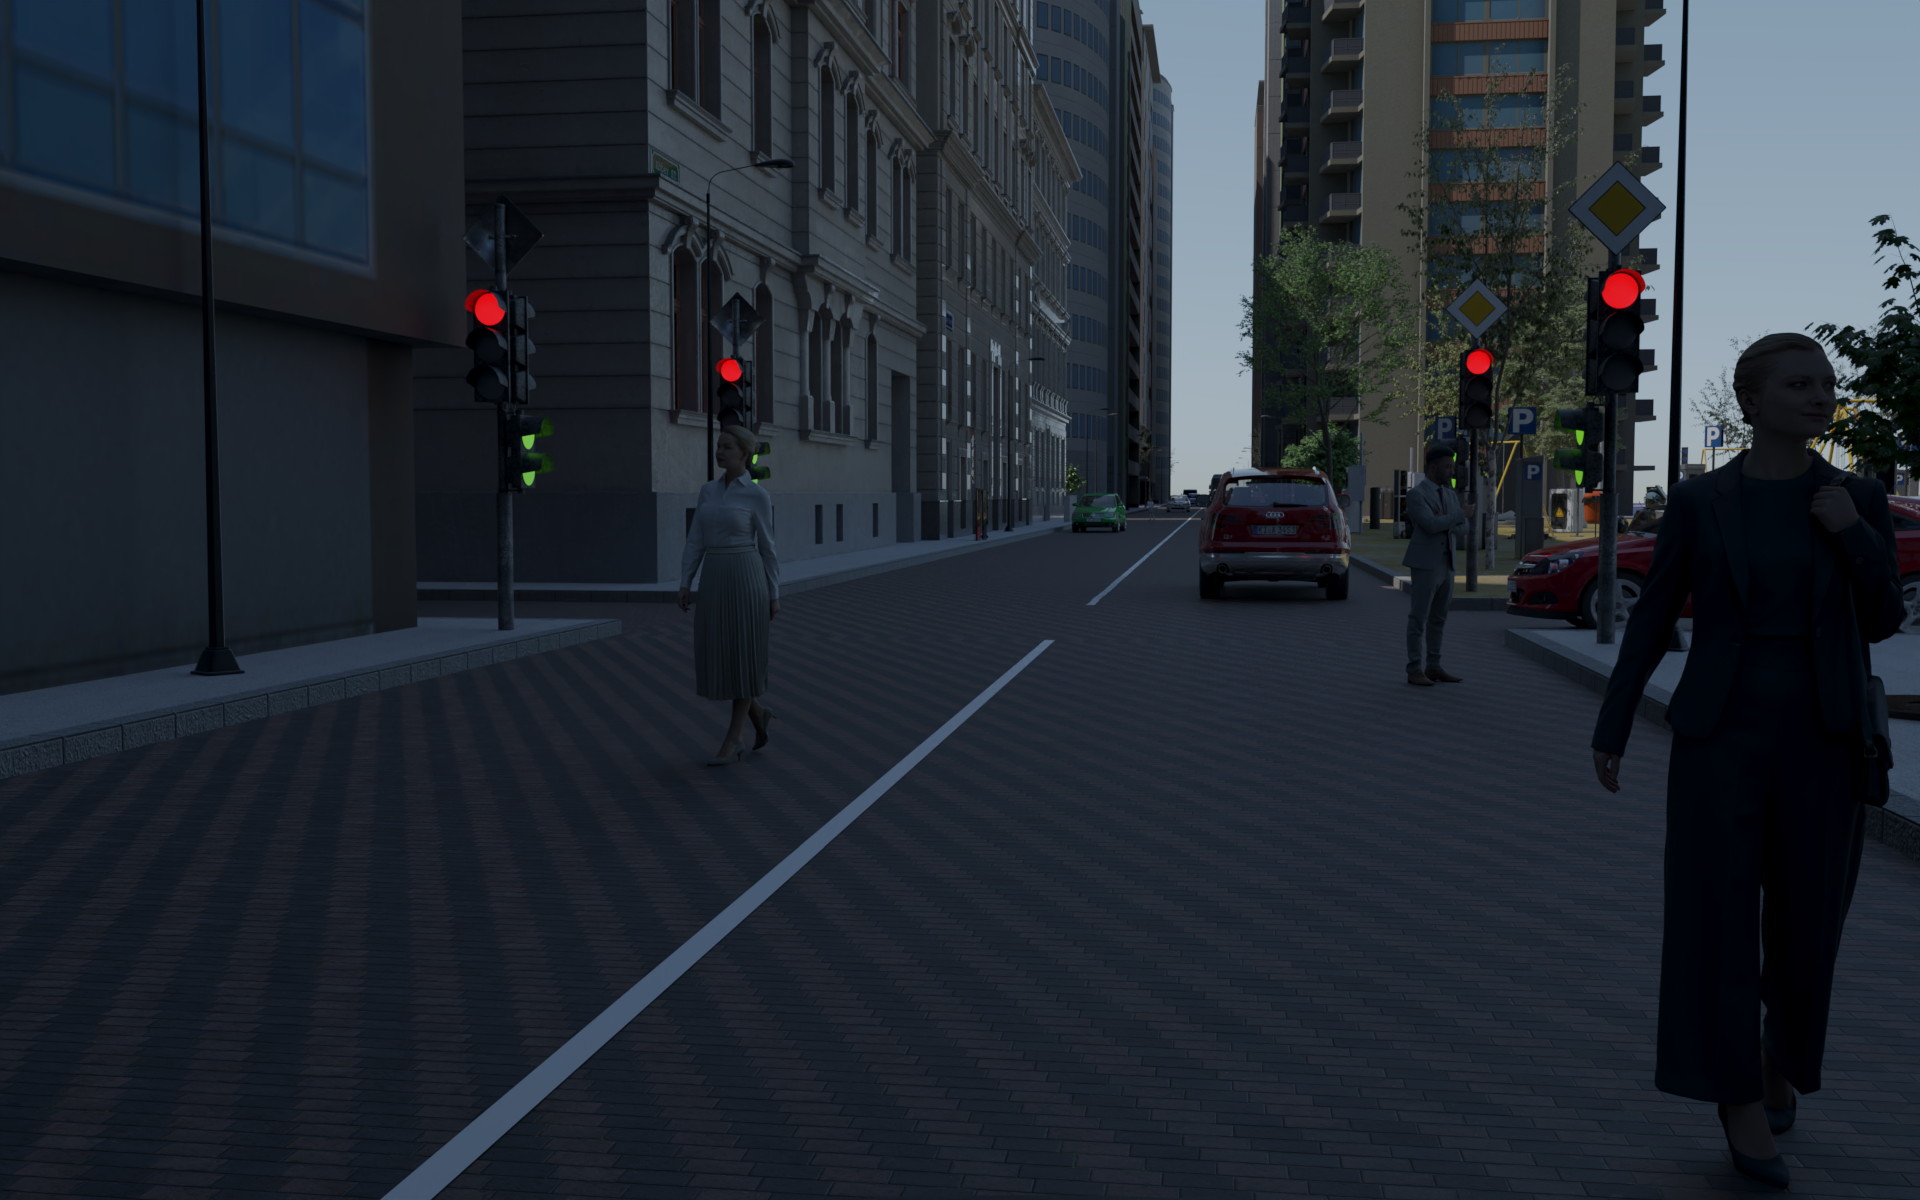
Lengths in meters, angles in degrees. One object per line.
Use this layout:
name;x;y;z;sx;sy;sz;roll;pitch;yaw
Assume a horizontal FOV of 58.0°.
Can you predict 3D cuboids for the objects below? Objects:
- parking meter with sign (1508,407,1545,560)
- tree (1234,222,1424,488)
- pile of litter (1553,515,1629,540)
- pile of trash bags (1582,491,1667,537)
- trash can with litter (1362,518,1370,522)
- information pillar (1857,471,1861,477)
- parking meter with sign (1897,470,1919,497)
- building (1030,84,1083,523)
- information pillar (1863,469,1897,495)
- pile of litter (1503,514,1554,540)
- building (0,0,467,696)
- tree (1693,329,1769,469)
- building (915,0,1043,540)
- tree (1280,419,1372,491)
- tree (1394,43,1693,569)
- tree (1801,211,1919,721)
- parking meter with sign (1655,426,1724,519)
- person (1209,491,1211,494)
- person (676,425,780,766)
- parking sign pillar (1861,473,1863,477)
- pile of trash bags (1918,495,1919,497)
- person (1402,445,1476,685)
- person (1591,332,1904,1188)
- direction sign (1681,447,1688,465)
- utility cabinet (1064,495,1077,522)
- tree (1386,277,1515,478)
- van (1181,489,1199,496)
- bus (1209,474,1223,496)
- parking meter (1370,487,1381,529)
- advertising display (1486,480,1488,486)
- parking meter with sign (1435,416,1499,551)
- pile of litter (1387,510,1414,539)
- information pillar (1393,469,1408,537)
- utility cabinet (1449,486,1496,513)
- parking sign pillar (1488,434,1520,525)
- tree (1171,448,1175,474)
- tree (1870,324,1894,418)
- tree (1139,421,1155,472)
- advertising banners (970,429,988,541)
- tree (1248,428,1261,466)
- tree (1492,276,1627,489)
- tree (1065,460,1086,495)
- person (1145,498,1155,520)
parking meter with sign;11.142;-2.304;33.939;0.543;3.016;1.738;0;4;8
tree;14.218;-8.639;67.010;9.928;11.665;9.643;0;3;0
pile of litter;13.170;-1.310;35.382;1.719;0.858;1.176;-3;5;-42
pile of trash bags;19.038;-2.342;48.042;3.447;1.369;1.912;0;4;7
trash can with litter;18.594;-4.198;79.701;1.678;1.210;2.233;2;4;30
information pillar;46.228;-5.966;88.896;0.504;3.616;0.183;1;4;18
parking meter with sign;29.548;-3.537;54.096;1.738;3.016;0.543;2;4;25
building;-0.778;-15.086;82.809;11.583;22.565;21.152;1;4;8
information pillar;11.789;-1.085;22.227;0.304;2.012;0.304;0;4;4
pile of litter;16.207;-2.155;49.204;1.176;0.858;1.719;-1;4;-10
building;-12.834;-22.004;9.869;14.200;45.320;14.600;1;4;8
tree;35.231;-7.802;77.926;4.360;8.622;3.978;0;3;0
building;-4.353;-16.061;59.856;12.463;27.353;25.104;1;4;8
tree;16.217;-5.613;75.491;4.285;4.588;4.351;0;3;0
tree;9.291;-4.835;29.410;4.360;8.622;3.978;0;3;0
tree;5.843;-0.952;10.169;1.663;3.219;1.824;0;3;0
parking meter with sign;18.499;-2.920;44.003;1.738;3.016;0.543;-1;4;-22
person;27.917;-11.323;193.708;0.705;1.814;1.350;2;4;33
person;-1.197;-0.039;9.362;0.478;1.798;0.641;2;4;33
parking sign pillar;33.267;-4.549;62.847;1.447;3.967;1.447;-2;4;-33
pile of trash bags;20.873;-1.724;37.940;1.912;1.369;3.447;3;5;40
person;3.617;-0.266;13.036;0.466;1.800;0.511;3;5;40
person;1.720;0.315;3.770;0.576;1.772;0.534;0;4;-3
direction sign;34.746;-5.607;83.673;0.379;3.537;0.876;-2;4;-32
utility cabinet;5.068;-4.192;79.699;0.306;1.237;1.020;1;4;23
tree;16.653;-6.571;57.800;4.737;8.622;4.395;0;3;0
van;27.670;-12.467;208.222;2.240;2.365;5.245;0;4;7
bus;25.215;-10.423;165.272;2.948;3.499;13.247;1;4;8
parking meter;15.168;-3.356;63.289;0.372;1.533;0.369;0;3;0
advertising display;23.836;-4.409;77.305;0.974;1.923;0.123;-2;4;-33
parking meter with sign;11.603;-2.647;39.540;1.738;3.016;0.543;-3;4;-36
pile of litter;13.024;-2.175;49.527;1.176;0.858;1.719;-2;4;-26
information pillar;13.093;-2.874;51.478;0.304;2.012;0.304;-1;4;-18
utility cabinet;13.730;-2.307;46.398;1.173;1.500;0.318;2;4;28
parking sign pillar;22.696;-5.127;72.303;1.447;3.967;1.447;-2;4;-24
tree;30.214;-18.754;256.981;4.360;8.622;3.978;0;3;0
tree;38.193;-7.441;72.021;4.360;8.622;3.978;0;3;0
tree;17.331;-13.640;173.374;4.360;8.622;3.978;0;3;0
advertising banners;0.510;-3.144;47.594;0.090;3.025;2.074;1;4;14
tree;31.882;-14.027;179.702;4.360;8.622;3.978;0;3;0
tree;31.219;-10.567;90.894;7.486;12.596;7.792;0;3;0
tree;6.438;-6.331;98.107;1.663;3.219;1.824;0;3;0
person;10.481;-5.013;95.484;0.505;1.210;0.382;-1;4;-9
